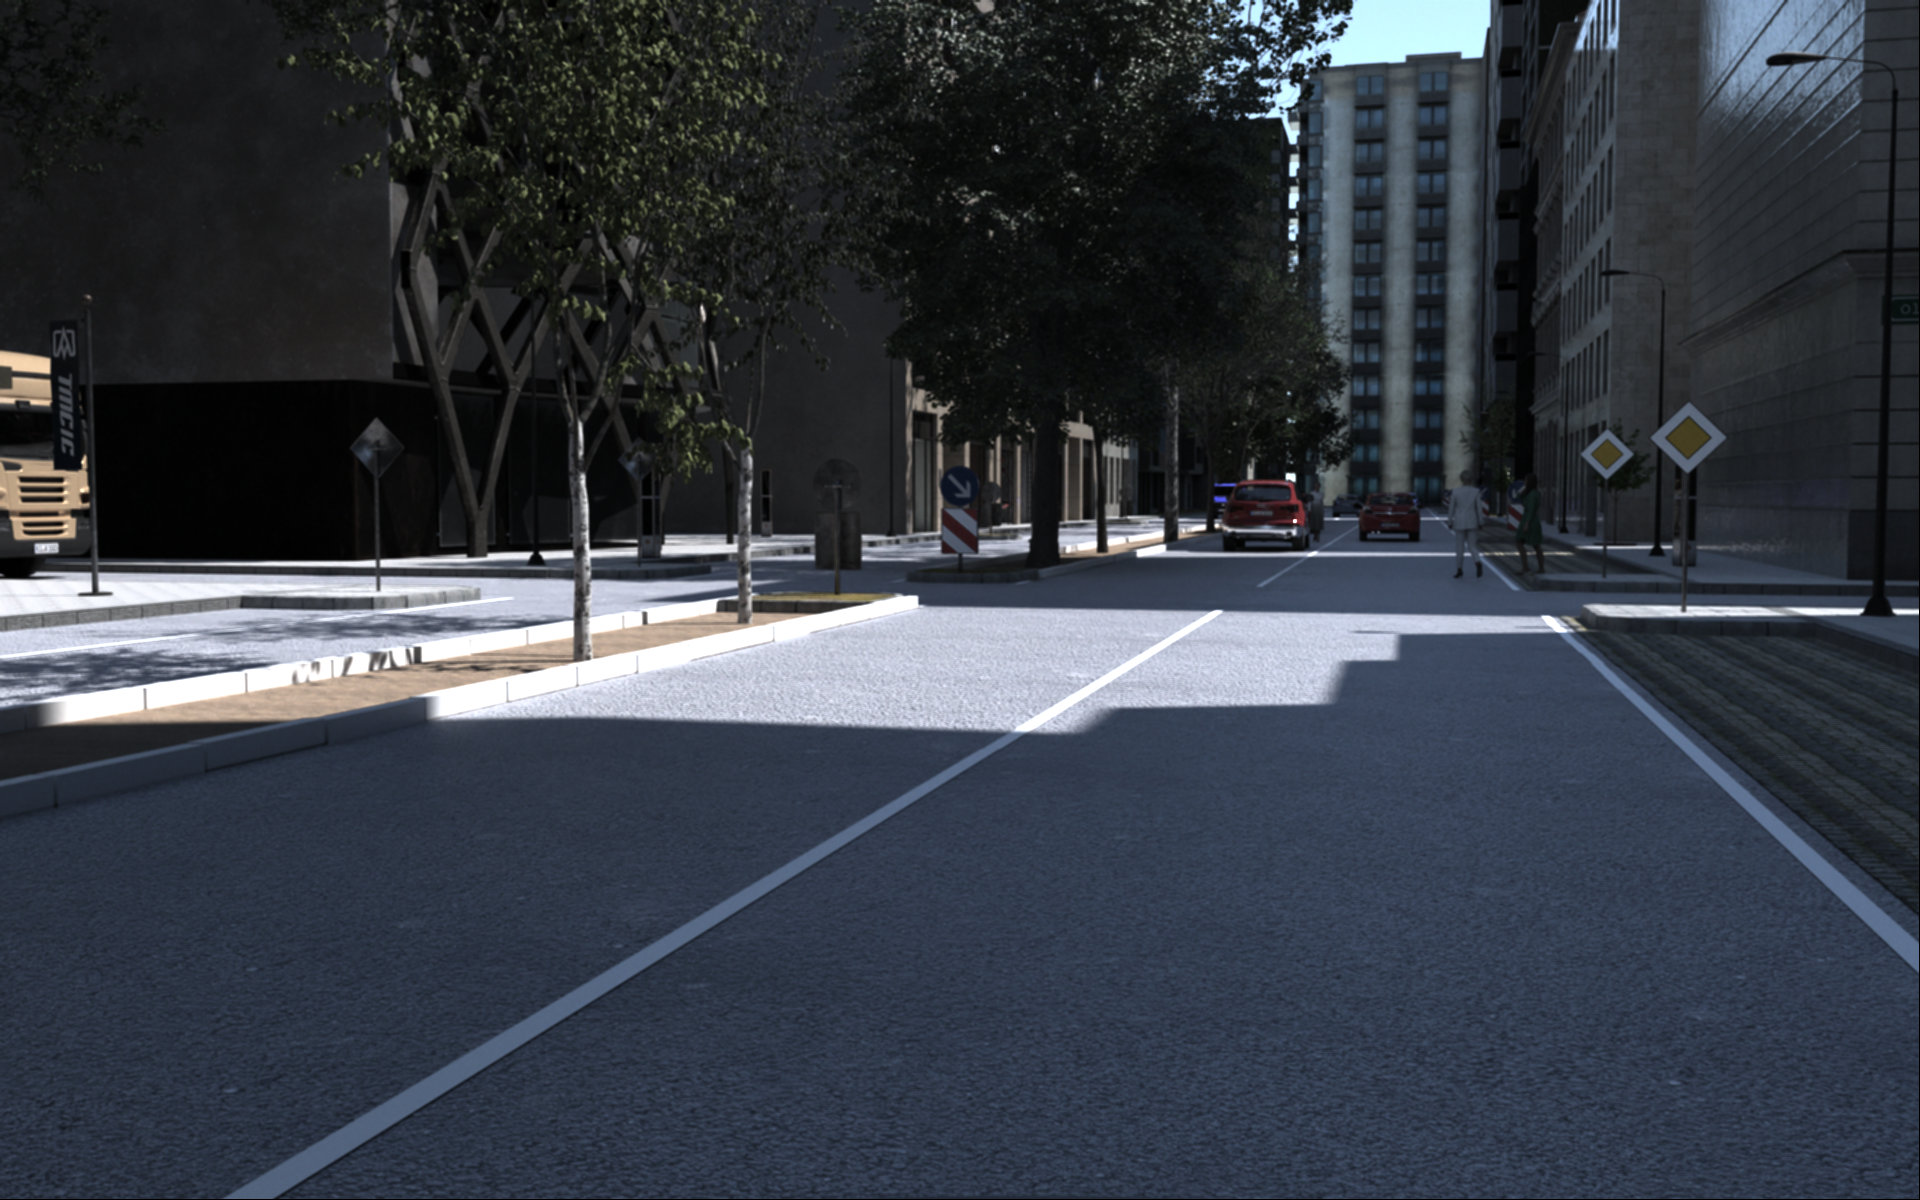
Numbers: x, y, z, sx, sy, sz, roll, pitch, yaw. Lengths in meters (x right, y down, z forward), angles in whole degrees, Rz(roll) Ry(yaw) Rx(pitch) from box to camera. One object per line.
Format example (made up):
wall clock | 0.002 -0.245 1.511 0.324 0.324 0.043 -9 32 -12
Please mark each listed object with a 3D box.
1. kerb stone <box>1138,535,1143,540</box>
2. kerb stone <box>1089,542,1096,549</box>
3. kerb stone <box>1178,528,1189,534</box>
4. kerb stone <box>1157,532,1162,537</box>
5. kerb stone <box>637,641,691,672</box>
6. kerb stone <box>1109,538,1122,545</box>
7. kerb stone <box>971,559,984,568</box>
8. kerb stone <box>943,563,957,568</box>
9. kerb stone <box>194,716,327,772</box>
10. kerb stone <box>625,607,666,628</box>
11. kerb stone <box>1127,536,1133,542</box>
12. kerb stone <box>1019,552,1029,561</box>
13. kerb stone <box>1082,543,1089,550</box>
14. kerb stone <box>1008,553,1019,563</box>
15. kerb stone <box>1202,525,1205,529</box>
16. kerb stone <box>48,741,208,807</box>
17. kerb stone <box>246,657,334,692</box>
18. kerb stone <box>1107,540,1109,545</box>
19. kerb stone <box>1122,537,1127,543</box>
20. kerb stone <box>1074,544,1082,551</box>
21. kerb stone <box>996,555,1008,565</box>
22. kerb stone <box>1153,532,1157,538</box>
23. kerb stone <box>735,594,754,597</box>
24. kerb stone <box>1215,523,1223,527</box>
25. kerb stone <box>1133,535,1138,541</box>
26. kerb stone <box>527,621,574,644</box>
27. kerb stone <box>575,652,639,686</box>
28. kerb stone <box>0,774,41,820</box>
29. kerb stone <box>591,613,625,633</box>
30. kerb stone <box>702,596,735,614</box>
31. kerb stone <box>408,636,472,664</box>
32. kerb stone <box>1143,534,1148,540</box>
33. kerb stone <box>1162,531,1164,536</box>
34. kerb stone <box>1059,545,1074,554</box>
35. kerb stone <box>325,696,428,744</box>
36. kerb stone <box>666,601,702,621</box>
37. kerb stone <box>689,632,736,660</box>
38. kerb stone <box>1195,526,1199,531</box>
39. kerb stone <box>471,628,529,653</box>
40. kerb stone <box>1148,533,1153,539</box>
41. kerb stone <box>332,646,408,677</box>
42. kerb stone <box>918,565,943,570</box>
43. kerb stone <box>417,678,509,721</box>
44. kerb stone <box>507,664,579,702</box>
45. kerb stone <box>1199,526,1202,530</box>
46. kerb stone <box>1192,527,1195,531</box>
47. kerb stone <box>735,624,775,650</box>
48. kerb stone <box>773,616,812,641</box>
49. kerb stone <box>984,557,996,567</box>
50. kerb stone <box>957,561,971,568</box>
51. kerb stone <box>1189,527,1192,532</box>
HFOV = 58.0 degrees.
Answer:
kerb stone | 5.410 -1.891 53.149 0.120 0.150 1.000 1 4 15
kerb stone | 3.331 -1.407 45.201 0.120 0.150 1.000 1 4 15
kerb stone | 8.248 -2.562 64.080 0.120 0.150 1.000 1 4 15
kerb stone | 6.434 -2.136 57.115 0.120 0.150 1.000 1 4 15
kerb stone | -2.513 0.480 14.394 0.120 0.150 1.000 1 4 15
kerb stone | 4.380 -1.644 49.181 0.120 0.150 1.000 1 4 15
kerb stone | 0.238 -0.679 33.294 0.120 0.150 1.000 1 4 15
kerb stone | -0.282 -0.556 31.313 0.120 0.150 1.000 1 4 15
kerb stone | -3.813 0.781 9.427 0.120 0.150 1.000 1 4 15
kerb stone | -3.503 0.201 18.911 0.120 0.150 1.000 1 4 15
kerb stone | 4.901 -1.772 51.163 0.120 0.150 1.000 1 4 15
kerb stone | 1.265 -0.922 37.267 0.120 0.150 1.000 1 4 15
kerb stone | 3.074 -1.342 44.206 0.120 0.150 1.000 1 4 15
kerb stone | 1.016 -0.858 36.270 0.120 0.150 1.000 1 4 15
kerb stone | 9.544 -2.864 69.047 0.120 0.150 1.000 1 4 15
kerb stone | -4.065 0.846 8.433 0.120 0.150 1.000 1 4 15
kerb stone | -5.058 0.565 12.959 0.120 0.150 1.000 1 4 15
kerb stone | 3.855 -1.526 47.185 0.120 0.150 1.000 1 4 15
kerb stone | 4.626 -1.711 50.174 0.120 0.150 1.000 1 4 15
kerb stone | 2.818 -1.283 43.216 0.120 0.150 1.000 1 4 15
kerb stone | 0.756 -0.800 35.282 0.120 0.150 1.000 1 4 15
kerb stone | 6.184 -2.075 56.124 0.120 0.150 1.000 1 4 15
kerb stone | -2.737 0.022 21.882 0.120 0.150 1.000 1 4 15
kerb stone | 11.345 -3.289 76.000 0.120 0.150 1.000 1 4 15
kerb stone | 5.147 -1.832 52.156 0.120 0.150 1.000 1 4 15
kerb stone | -4.028 0.322 16.932 0.120 0.150 1.000 1 4 15
kerb stone | -2.776 0.538 13.403 0.120 0.150 1.000 1 4 15
kerb stone | -4.324 0.905 7.444 0.120 0.150 1.000 1 4 15
kerb stone | -3.768 0.264 17.921 0.120 0.150 1.000 1 4 15
kerb stone | -2.992 0.080 20.892 0.120 0.150 1.000 1 4 15
kerb stone | -4.545 0.448 14.940 0.120 0.150 1.000 1 4 15
kerb stone | 5.663 -1.954 54.139 0.120 0.150 1.000 1 4 15
kerb stone | 6.697 -2.197 58.110 0.120 0.150 1.000 1 4 15
kerb stone | 2.555 -1.224 42.223 0.120 0.150 1.000 1 4 15
kerb stone | -3.546 0.728 10.414 0.120 0.150 1.000 1 4 15
kerb stone | -3.250 0.140 19.901 0.120 0.150 1.000 1 4 15
kerb stone | -2.254 0.417 15.383 0.120 0.150 1.000 1 4 15
kerb stone | 9.025 -2.742 67.063 0.120 0.150 1.000 1 4 15
kerb stone | -4.292 0.387 15.944 0.120 0.150 1.000 1 4 15
kerb stone | 5.926 -2.012 55.129 0.120 0.150 1.000 1 4 15
kerb stone | -4.798 0.504 13.950 0.120 0.150 1.000 1 4 15
kerb stone | -0.539 -0.492 30.323 0.120 0.150 1.000 1 4 15
kerb stone | -3.295 0.660 11.406 0.120 0.150 1.000 1 4 15
kerb stone | -3.036 0.601 12.405 0.120 0.150 1.000 1 4 15
kerb stone | 9.279 -2.801 68.054 0.120 0.150 1.000 1 4 15
kerb stone | 8.766 -2.684 66.074 0.120 0.150 1.000 1 4 15
kerb stone | -2.005 0.360 16.377 0.120 0.150 1.000 1 4 15
kerb stone | -1.738 0.295 17.365 0.120 0.150 1.000 1 4 15
kerb stone | 0.493 -0.738 34.284 0.120 0.150 1.000 1 4 15
kerb stone | -0.023 -0.618 32.306 0.120 0.150 1.000 1 4 15
kerb stone | 8.513 -2.617 65.081 0.120 0.150 1.000 1 4 15
